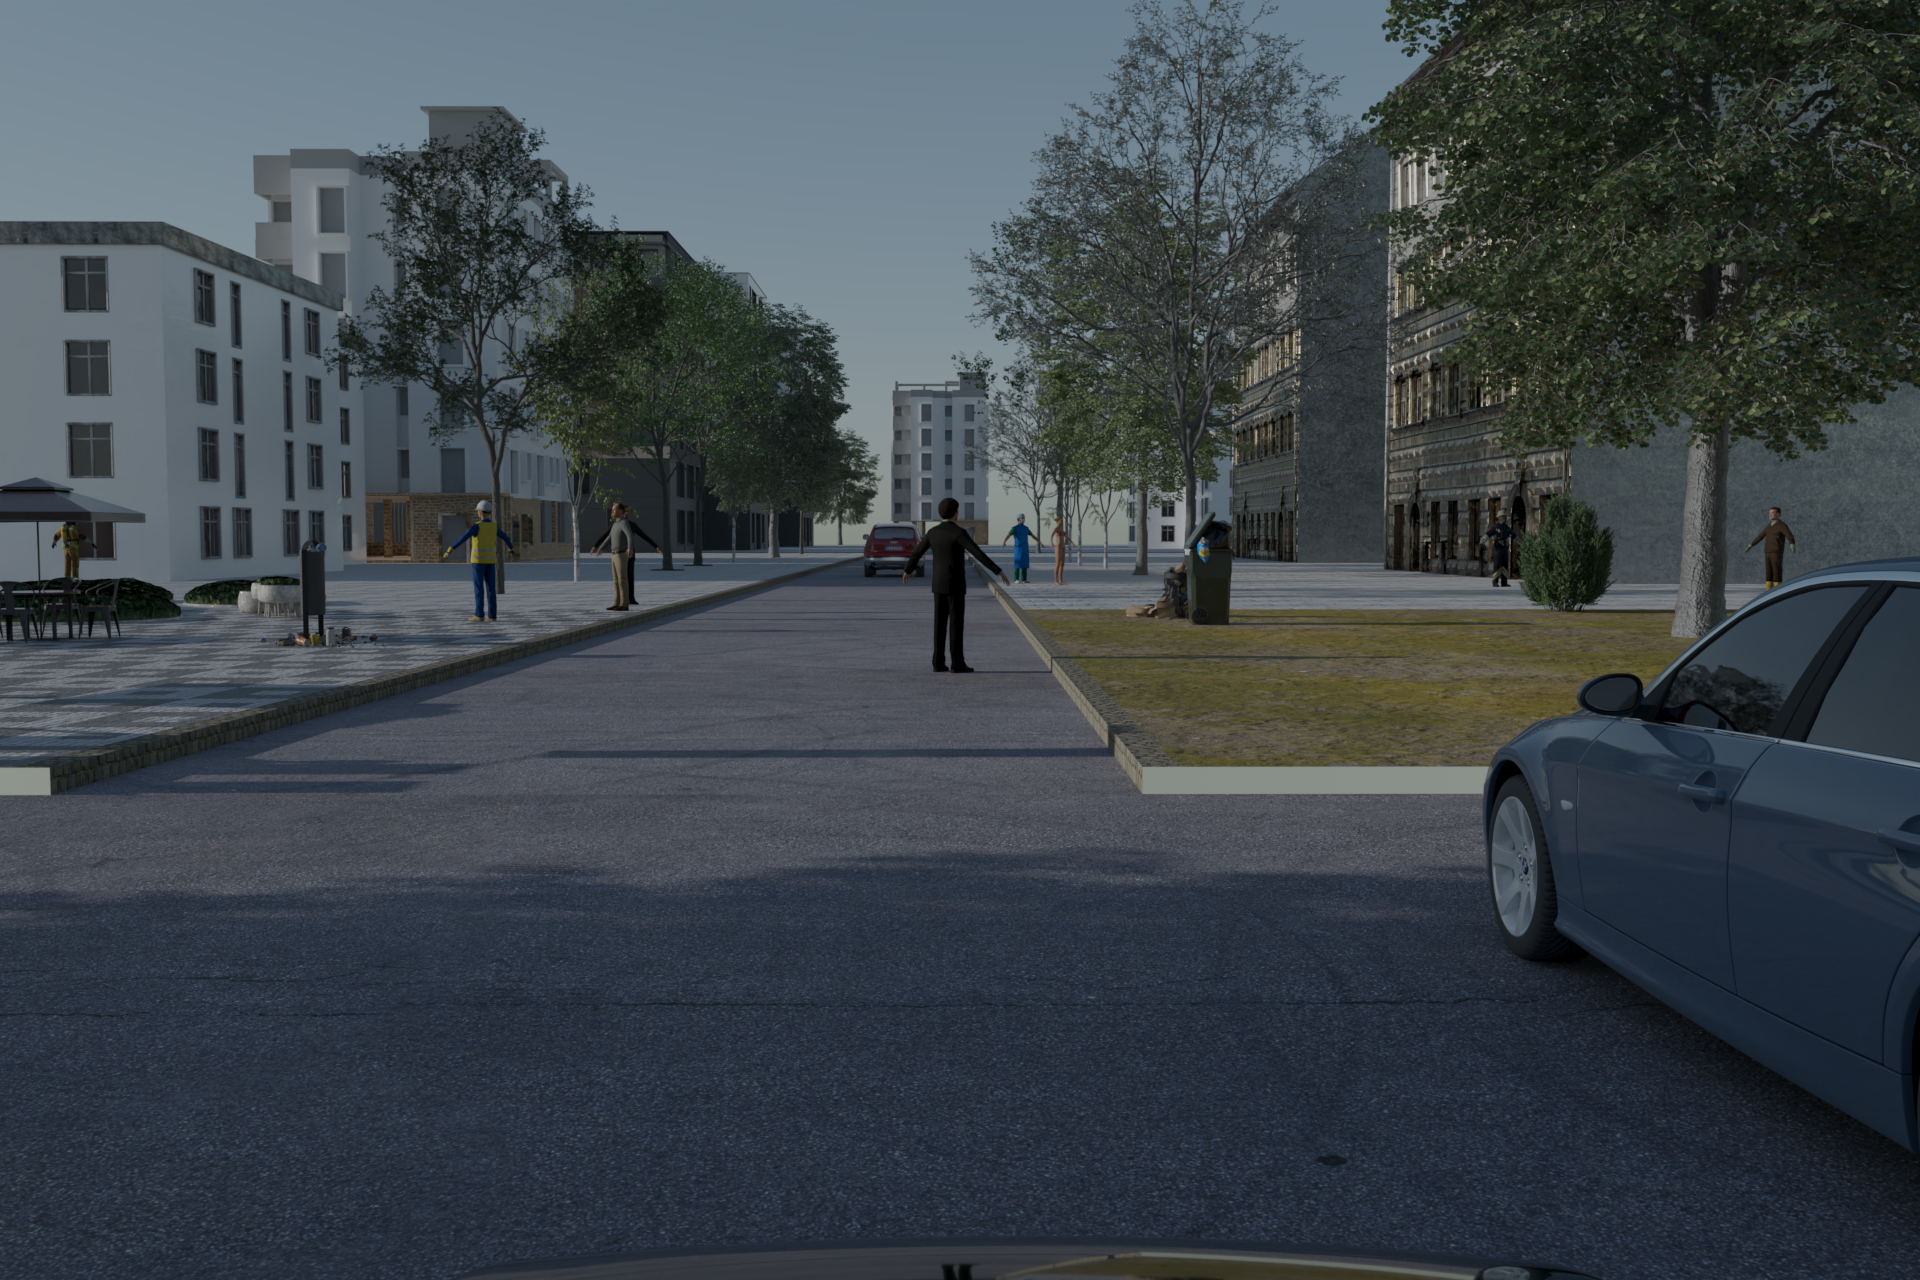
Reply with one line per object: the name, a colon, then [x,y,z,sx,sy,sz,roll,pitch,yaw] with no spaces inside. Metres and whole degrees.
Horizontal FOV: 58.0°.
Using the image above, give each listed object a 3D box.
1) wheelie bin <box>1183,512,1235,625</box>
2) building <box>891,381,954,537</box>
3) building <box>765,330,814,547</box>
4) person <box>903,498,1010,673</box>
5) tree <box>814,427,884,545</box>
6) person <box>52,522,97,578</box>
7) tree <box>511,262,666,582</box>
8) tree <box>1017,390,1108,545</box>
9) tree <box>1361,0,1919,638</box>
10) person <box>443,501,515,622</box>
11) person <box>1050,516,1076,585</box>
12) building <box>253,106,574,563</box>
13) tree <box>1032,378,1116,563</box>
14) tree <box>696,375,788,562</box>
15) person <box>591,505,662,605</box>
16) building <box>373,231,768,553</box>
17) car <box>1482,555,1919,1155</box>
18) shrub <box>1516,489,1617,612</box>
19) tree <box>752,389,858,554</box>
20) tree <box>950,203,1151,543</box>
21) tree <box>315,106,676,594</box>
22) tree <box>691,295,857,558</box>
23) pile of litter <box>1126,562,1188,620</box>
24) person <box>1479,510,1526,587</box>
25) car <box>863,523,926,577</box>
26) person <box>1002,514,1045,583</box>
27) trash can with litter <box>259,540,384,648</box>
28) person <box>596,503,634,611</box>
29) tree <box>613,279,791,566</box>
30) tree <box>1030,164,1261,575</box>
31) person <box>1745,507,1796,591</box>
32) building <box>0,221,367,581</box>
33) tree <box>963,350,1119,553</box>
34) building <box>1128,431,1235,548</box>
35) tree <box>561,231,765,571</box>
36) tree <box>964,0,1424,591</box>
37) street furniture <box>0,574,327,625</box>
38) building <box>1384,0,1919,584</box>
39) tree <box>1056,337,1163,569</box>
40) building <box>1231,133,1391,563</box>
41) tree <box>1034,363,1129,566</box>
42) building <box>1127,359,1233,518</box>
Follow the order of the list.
wheelie bin: [3.559,-1.026,24.683,0.693,1.594,0.980,0,3,0]
building: [-7.724,-21.210,205.666,11.380,20.090,16.016,0,4,-8]
building: [-29.597,-19.956,170.256,27.936,21.610,32.646,0,4,0]
person: [-0.093,-0.569,17.946,1.347,1.806,0.705,3,4,36]
tree: [-14.017,-18.159,203.554,9.857,13.997,8.962,0,3,0]
person: [-23.087,-2.401,45.031,1.354,1.858,0.705,1,4,15]
tree: [-10.199,-5.868,46.298,4.737,8.622,4.395,0,3,0]
tree: [13.083,-21.196,202.442,12.611,20.169,13.585,0,3,0]
tree: [9.236,-7.014,21.339,9.857,13.997,8.962,0,3,0]
person: [-7.057,-1.166,25.533,0.721,1.772,1.216,3,5,40]
person: [2.586,-2.255,43.669,0.721,1.733,1.217,2,4,33]
building: [-25.286,-13.553,78.009,16.016,20.090,11.380,0,4,0]
tree: [4.843,-7.748,77.036,4.360,8.622,3.978,0,3,0]
tree: [-10.489,-7.829,78.364,4.360,8.622,3.978,0,3,0]
person: [-6.074,-1.542,31.439,1.346,1.802,0.704,-2,4,-30]
building: [-30.362,-17.686,133.146,27.936,21.610,32.646,0,4,-1]
car: [2.739,0.467,4.367,2.014,1.417,4.499,0,4,0]
shrub: [10.003,-1.482,28.649,1.690,2.028,1.600,0,3,0]
tree: [-10.282,-10.739,109.994,8.767,10.594,7.601,1,4,22]
tree: [5.894,-14.702,96.270,12.611,20.169,13.585,0,3,0]
tree: [-9.770,-6.280,37.093,8.767,10.594,7.601,1,4,14]
tree: [-10.092,-11.473,94.233,9.857,13.997,8.962,0,3,0]
pile of litter: [3.140,-0.780,26.712,1.176,0.858,1.719,0,3,0]
person: [13.117,-2.212,41.944,1.354,1.856,0.705,-1,4,-17]
car: [-2.210,-3.092,59.235,2.281,1.827,5.304,0,4,-1]
person: [1.612,-2.383,45.096,1.347,1.817,0.704,-2,4,-34]
trash can with litter: [-7.444,-0.582,20.574,1.678,1.210,2.233,0,4,-1]
person: [-5.716,-1.388,28.964,0.705,1.796,1.348,-2,4,-35]
tree: [-10.381,-8.780,69.310,9.928,11.665,9.643,0,3,0]
tree: [5.774,-8.316,54.097,7.486,12.596,7.792,0,3,0]
person: [15.878,-1.694,33.827,0.704,1.812,1.346,-1,4,-15]
building: [-26.098,-7.247,60.640,9.099,9.664,28.070,0,4,-1]
tree: [5.224,-12.541,115.421,12.009,13.543,11.850,0,3,0]
building: [20.968,-13.008,154.820,9.099,9.664,28.070,0,4,-1]
tree: [-10.422,-8.243,60.522,9.928,11.665,9.643,0,3,0]
tree: [5.203,-7.858,38.848,12.009,13.543,11.850,0,3,0]
street furniture: [-13.722,-0.839,29.352,5.734,0.657,10.072,-1,4,-22]
building: [24.628,-13.564,52.703,19.493,23.208,18.063,0,4,-1]
tree: [5.425,-6.980,64.482,4.360,8.622,3.978,0,3,0]
building: [24.122,-15.540,85.012,19.493,23.208,18.063,0,4,0]
tree: [4.662,-7.326,70.147,4.360,8.622,3.978,0,3,0]
building: [23.085,-20.078,184.693,16.016,20.090,11.380,0,3,0]
